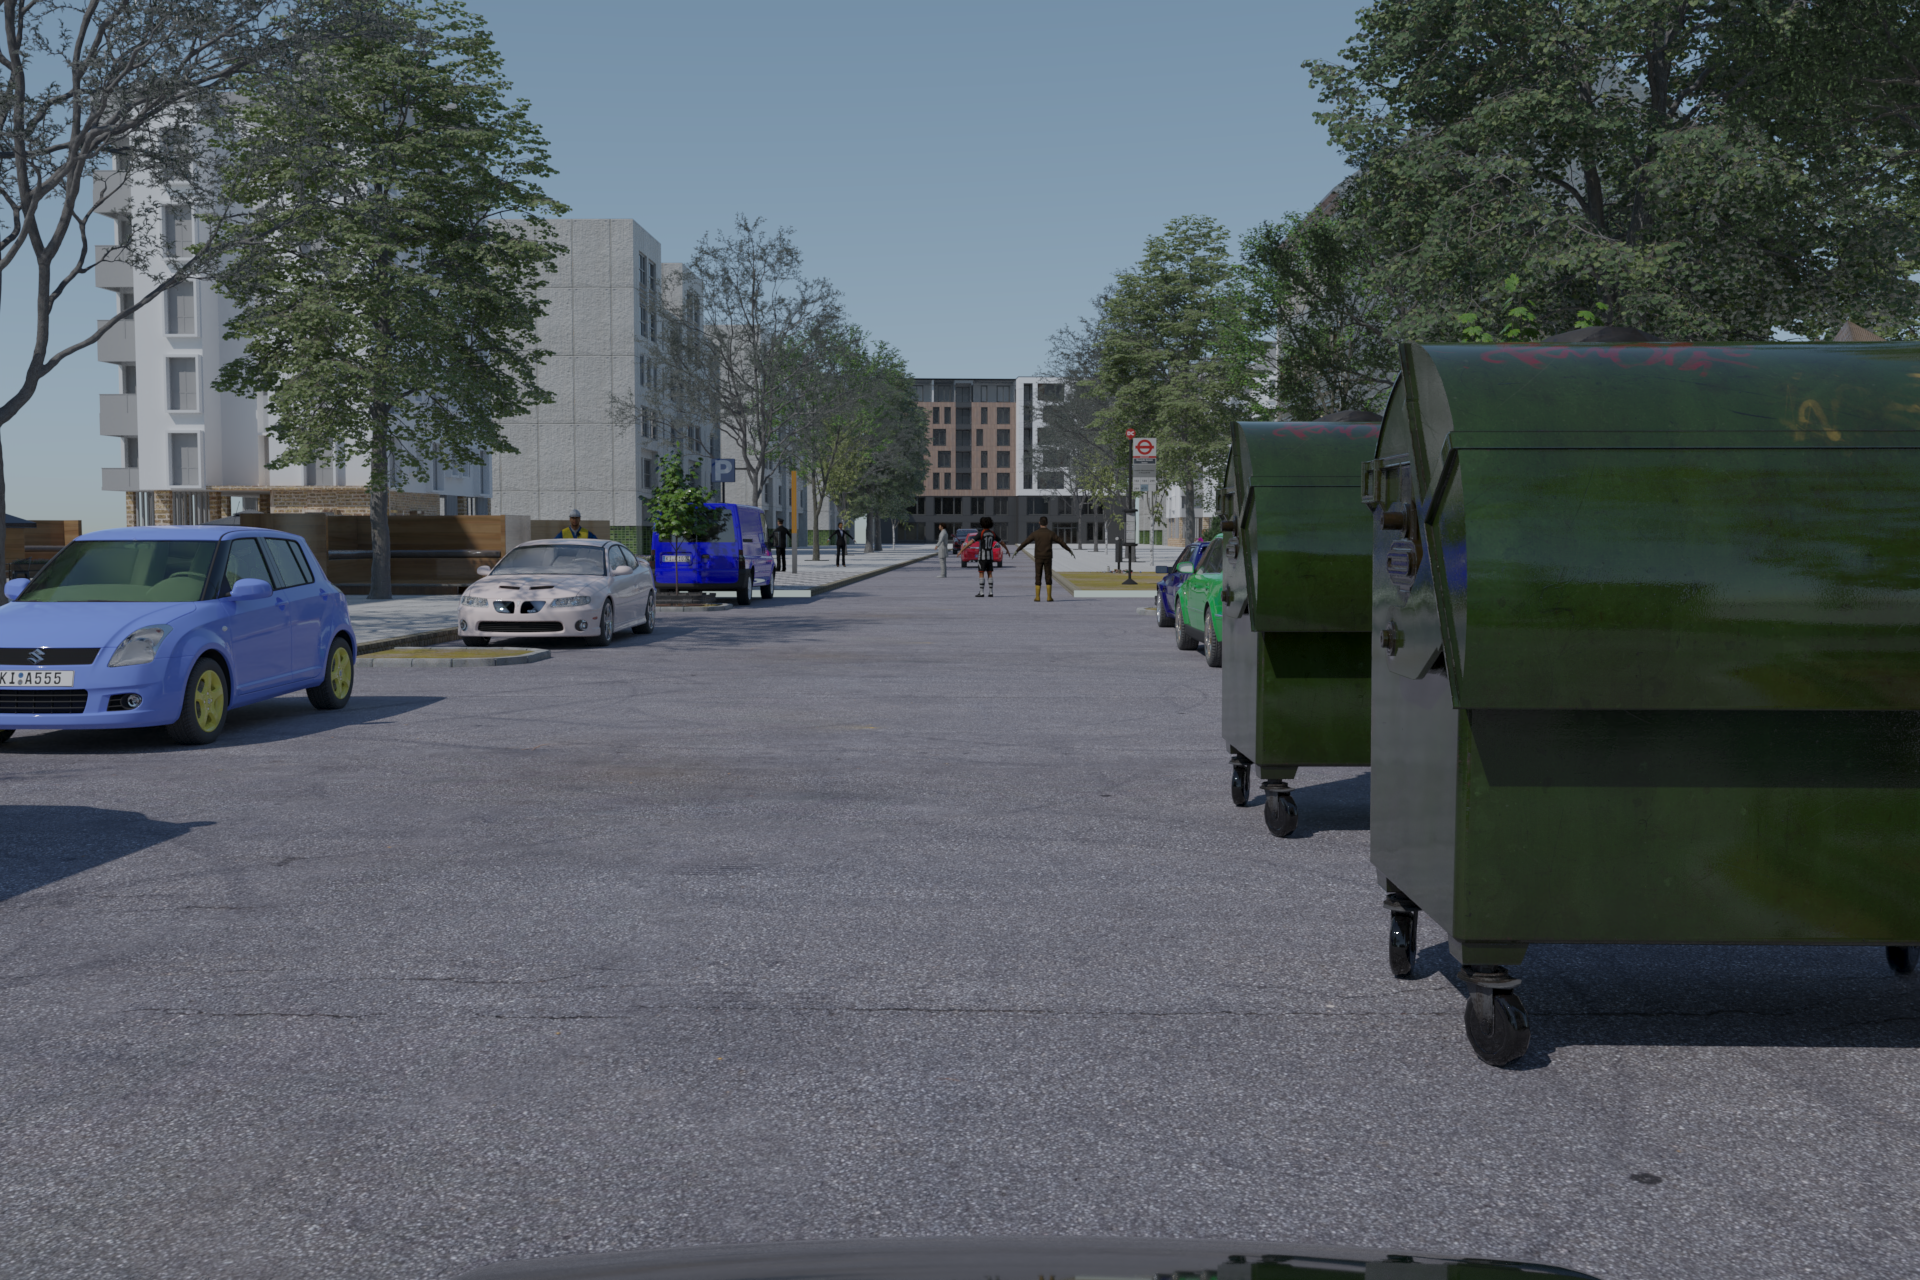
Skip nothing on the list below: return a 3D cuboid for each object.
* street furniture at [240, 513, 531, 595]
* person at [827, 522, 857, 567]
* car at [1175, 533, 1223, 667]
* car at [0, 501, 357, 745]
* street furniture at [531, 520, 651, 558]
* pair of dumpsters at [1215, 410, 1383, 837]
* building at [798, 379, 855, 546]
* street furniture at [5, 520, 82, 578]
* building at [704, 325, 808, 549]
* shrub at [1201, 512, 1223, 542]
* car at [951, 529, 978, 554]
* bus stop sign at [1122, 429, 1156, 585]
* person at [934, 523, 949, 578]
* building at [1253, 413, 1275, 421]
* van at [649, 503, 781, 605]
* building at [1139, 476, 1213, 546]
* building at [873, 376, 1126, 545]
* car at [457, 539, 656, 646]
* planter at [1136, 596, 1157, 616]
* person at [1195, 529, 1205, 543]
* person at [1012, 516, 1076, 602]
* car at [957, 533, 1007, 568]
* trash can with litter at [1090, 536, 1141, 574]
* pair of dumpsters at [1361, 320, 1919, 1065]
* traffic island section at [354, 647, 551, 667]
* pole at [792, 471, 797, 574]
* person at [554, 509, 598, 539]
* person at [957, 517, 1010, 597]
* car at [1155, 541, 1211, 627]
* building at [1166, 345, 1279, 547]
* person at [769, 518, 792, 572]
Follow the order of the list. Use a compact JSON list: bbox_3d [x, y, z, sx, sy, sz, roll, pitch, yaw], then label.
[{"bbox_3d":[-13.768,-2.078,40.830,11.010,1.723,9.812,0,4,4],"label":"street furniture"},{"bbox_3d":[-4.626,-3.722,67.581,1.216,1.740,0.721,-1,4,-22],"label":"person"},{"bbox_3d":[3.556,-0.684,19.984,1.959,1.807,4.718,0,4,0],"label":"car"},{"bbox_3d":[-5.918,-0.203,12.908,1.945,1.707,3.694,0,4,1],"label":"car"},{"bbox_3d":[-12.963,-2.998,55.869,11.010,1.723,9.812,-3,5,-39],"label":"street furniture"},{"bbox_3d":[3.519,-0.227,8.660,4.436,2.255,1.574,0,4,0],"label":"pair of dumpsters"},{"bbox_3d":[-22.292,-20.738,205.515,16.747,18.905,31.486,0,4,2],"label":"building"},{"bbox_3d":[-30.568,-2.803,52.679,9.812,1.723,11.010,3,5,42],"label":"street furniture"},{"bbox_3d":[-24.615,-18.097,162.343,16.747,18.905,31.486,0,4,2],"label":"building"},{"bbox_3d":[6.999,-2.504,44.981,1.661,2.075,1.752,0,3,0],"label":"shrub"},{"bbox_3d":[0.510,-7.051,123.960,2.281,1.827,5.304,0,4,1],"label":"car"},{"bbox_3d":[4.536,-3.377,43.923,0.855,3.939,0.416,0,4,1],"label":"bus stop sign"},{"bbox_3d":[-0.588,-2.954,56.935,0.705,1.806,1.347,1,4,12],"label":"person"},{"bbox_3d":[25.587,-10.636,116.047,9.099,9.664,28.070,0,4,2],"label":"building"},{"bbox_3d":[-5.113,-1.970,36.586,2.240,2.365,5.245,0,4,2],"label":"van"},{"bbox_3d":[31.226,-20.878,207.805,16.747,18.905,31.486,0,4,1],"label":"building"},{"bbox_3d":[4.422,-23.846,236.313,32.646,21.610,27.936,0,4,-4],"label":"building"},{"bbox_3d":[-5.381,-0.688,23.610,2.083,1.381,4.827,0,4,1],"label":"car"},{"bbox_3d":[4.201,-0.617,31.227,1.991,0.319,1.994,0,4,2],"label":"planter"},{"bbox_3d":[6.695,-2.326,47.296,0.991,1.433,0.599,0,4,-5],"label":"person"},{"bbox_3d":[1.771,-1.718,36.680,1.346,1.812,0.704,0,4,4],"label":"person"},{"bbox_3d":[0.954,-4.041,75.115,2.155,1.783,4.494,0,4,1],"label":"car"},{"bbox_3d":[5.156,-2.814,57.068,1.678,1.210,2.233,0,4,1],"label":"trash can with litter"},{"bbox_3d":[3.462,-0.009,5.091,4.436,2.255,1.574,0,4,2],"label":"pair of dumpsters"},{"bbox_3d":[-5.751,0.198,19.623,1.991,0.108,1.994,0,4,2],"label":"traffic island section"},{"bbox_3d":[-5.364,-3.808,56.110,0.158,3.312,0.155,0,3,0],"label":"pole"},{"bbox_3d":[-6.211,-1.197,27.989,1.349,1.833,0.705,-1,4,-12],"label":"person"},{"bbox_3d":[0.573,-1.877,39.283,1.345,1.843,0.704,-2,4,-26],"label":"person"},{"bbox_3d":[3.896,-0.786,25.439,1.945,1.354,3.894,0,4,0],"label":"car"},{"bbox_3d":[26.946,-19.906,181.889,16.016,20.090,11.380,0,4,2],"label":"building"},{"bbox_3d":[-6.134,-3.251,59.095,1.347,1.837,0.705,-3,5,-44],"label":"person"}]
